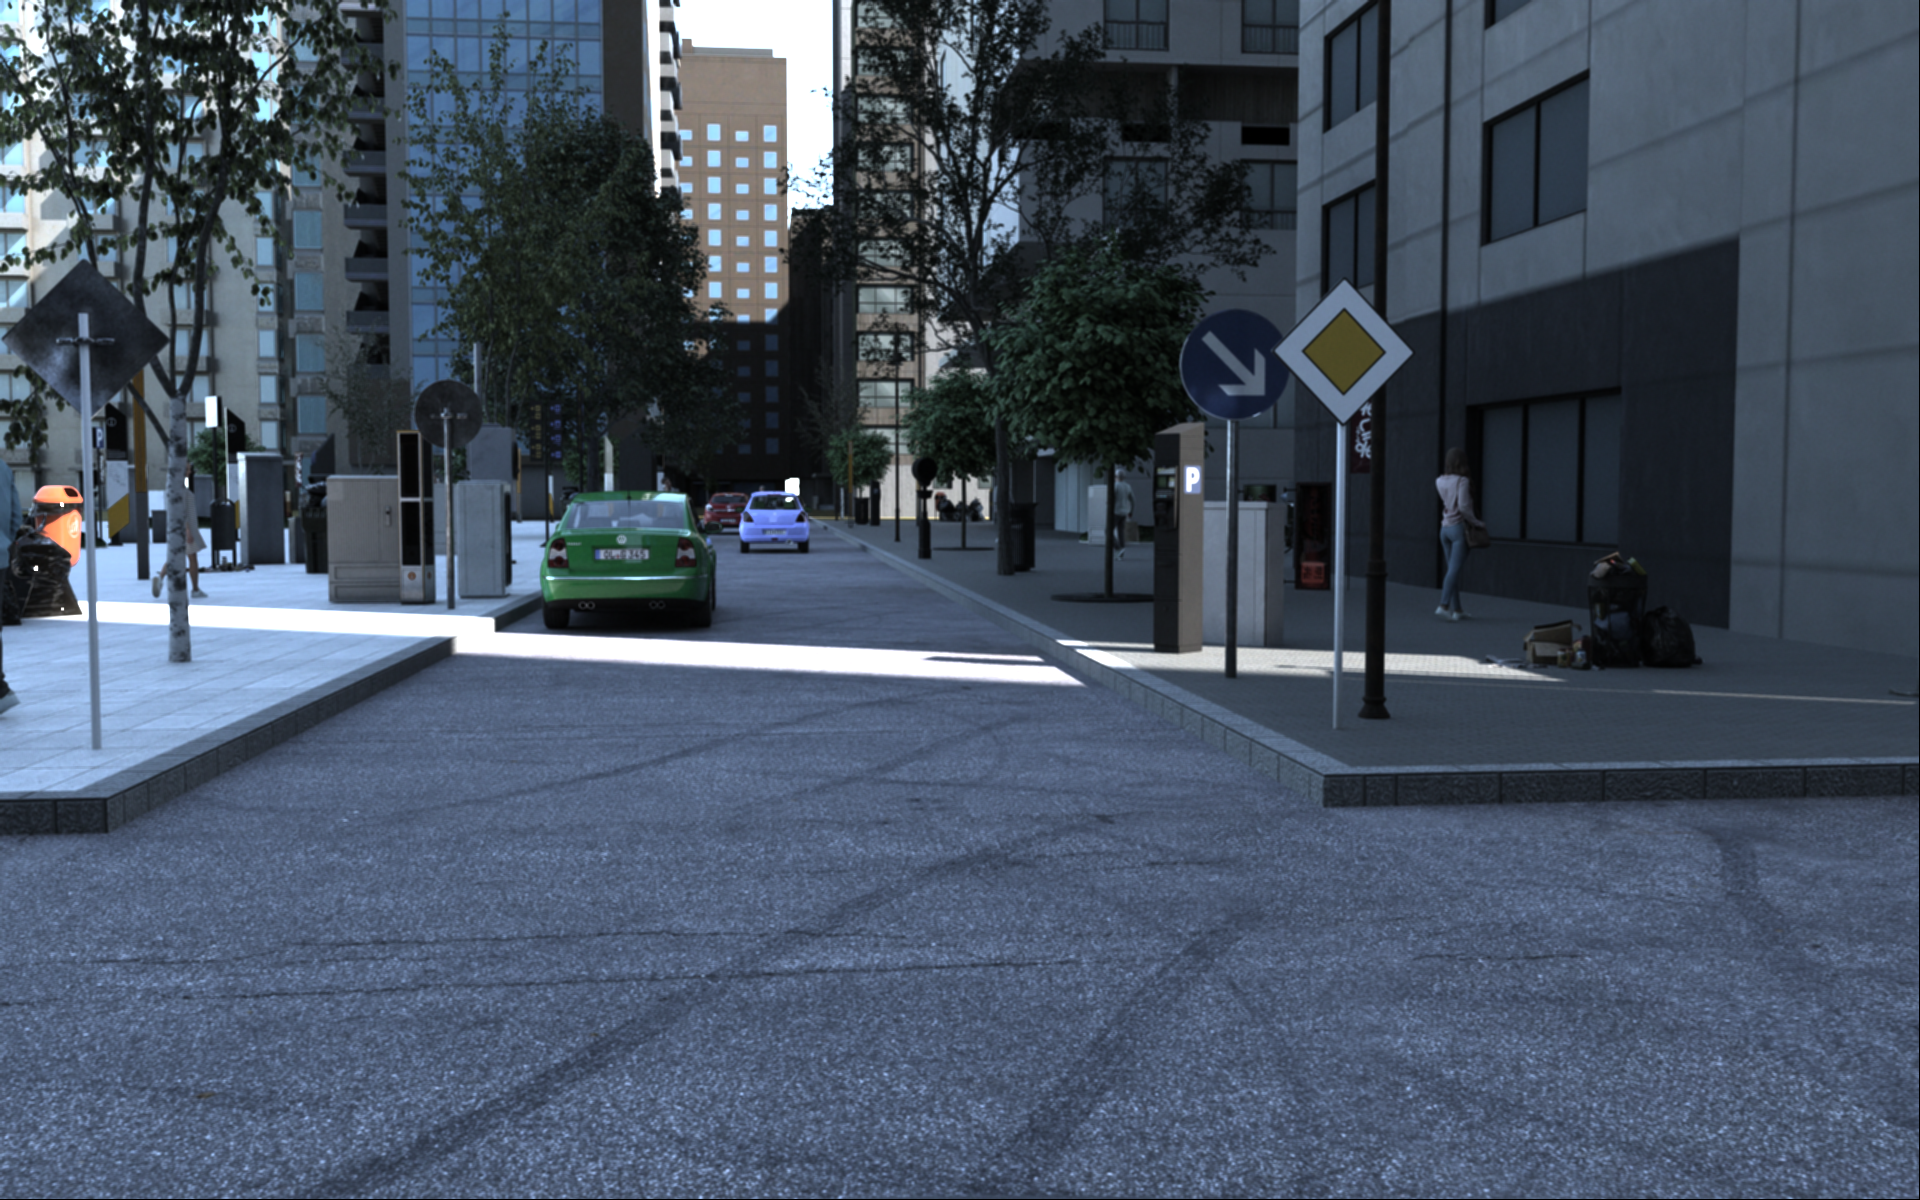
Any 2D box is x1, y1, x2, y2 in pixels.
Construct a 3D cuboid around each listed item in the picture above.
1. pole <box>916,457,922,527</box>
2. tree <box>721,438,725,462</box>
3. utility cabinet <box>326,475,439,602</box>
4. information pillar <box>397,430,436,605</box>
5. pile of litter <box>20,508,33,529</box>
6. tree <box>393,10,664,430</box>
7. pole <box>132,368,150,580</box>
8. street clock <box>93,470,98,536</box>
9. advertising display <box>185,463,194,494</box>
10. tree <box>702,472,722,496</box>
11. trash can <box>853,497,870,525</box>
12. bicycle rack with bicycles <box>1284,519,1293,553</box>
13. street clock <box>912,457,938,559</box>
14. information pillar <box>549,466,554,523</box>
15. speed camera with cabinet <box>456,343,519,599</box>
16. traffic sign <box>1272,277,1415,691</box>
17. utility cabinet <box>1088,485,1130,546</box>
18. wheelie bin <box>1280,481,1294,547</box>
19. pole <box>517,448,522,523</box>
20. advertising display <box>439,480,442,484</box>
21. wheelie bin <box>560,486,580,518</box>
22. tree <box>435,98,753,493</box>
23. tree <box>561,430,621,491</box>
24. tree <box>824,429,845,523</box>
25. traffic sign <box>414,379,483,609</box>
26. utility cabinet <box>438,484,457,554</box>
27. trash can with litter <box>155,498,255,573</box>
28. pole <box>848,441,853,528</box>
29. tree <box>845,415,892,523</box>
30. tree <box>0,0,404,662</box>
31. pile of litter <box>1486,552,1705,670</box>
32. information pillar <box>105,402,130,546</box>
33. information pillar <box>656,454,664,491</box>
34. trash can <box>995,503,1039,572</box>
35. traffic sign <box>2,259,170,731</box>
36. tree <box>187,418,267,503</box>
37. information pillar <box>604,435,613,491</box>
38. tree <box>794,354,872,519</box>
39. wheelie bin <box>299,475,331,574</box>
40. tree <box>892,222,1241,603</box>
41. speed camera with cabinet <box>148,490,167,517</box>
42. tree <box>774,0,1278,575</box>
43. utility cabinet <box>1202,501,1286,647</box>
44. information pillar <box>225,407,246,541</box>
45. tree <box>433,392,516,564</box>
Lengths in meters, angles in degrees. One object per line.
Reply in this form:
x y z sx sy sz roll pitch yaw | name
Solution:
-1.629 -4.564 68.458 0.158 3.312 0.155 0 3 0 | pole
-19.593 -11.154 132.726 4.737 8.622 4.395 0 3 0 | tree
-6.841 -0.722 20.487 1.173 1.500 0.318 -1 4 -10 | utility cabinet
-6.309 -0.955 20.107 0.304 2.012 0.304 1 4 9 | information pillar
-33.266 -2.952 62.223 1.719 0.858 1.176 1 4 8 | pile of litter
-7.110 -4.722 27.565 4.737 8.622 4.395 0 3 0 | tree
-12.282 -1.965 25.966 0.158 3.312 0.155 0 3 0 | pole
-25.868 -2.879 51.639 0.358 2.002 0.471 0 4 3 | street clock
-16.230 -1.909 36.420 0.123 1.923 0.974 -2 4 -32 | advertising display
-21.789 -9.650 152.378 1.663 3.219 1.824 0 3 0 | tree
-4.132 -3.747 72.920 0.748 1.137 0.748 0 3 0 | trash can
6.621 -1.416 36.534 2.852 0.926 2.925 -3 4 -39 | bicycle rack with bicycles
-0.701 -1.824 34.392 0.471 2.002 0.358 -2 4 -32 | street clock
-18.381 -5.289 77.830 0.183 3.616 0.504 0 4 -2 | information pillar
-6.030 -1.702 22.157 0.660 3.252 2.038 -1 4 -9 | speed camera with cabinet
2.088 -0.440 9.389 0.795 2.593 0.064 0 4 -7 | traffic sign
3.659 -2.081 42.700 0.318 1.500 1.173 -3 5 -39 | utility cabinet
8.219 -2.075 41.830 0.980 1.594 0.693 1 4 21 | wheelie bin
-19.682 -5.103 77.273 0.158 3.312 0.155 0 3 0 | pole
-24.791 -4.671 81.587 0.974 1.923 0.123 2 4 30 | advertising display
-15.274 -3.676 68.013 0.980 1.594 0.693 1 4 11 | wheelie bin
-10.843 -8.164 50.483 9.611 12.733 9.660 0 3 0 | tree
-17.139 -5.948 80.971 4.285 4.588 4.351 0 3 0 | tree
-4.549 -5.756 77.829 4.285 4.588 4.351 0 3 0 | tree
-5.685 -1.172 19.272 0.768 2.556 0.104 0 3 0 | traffic sign
-10.774 -1.703 36.515 1.173 1.500 0.318 0 4 -1 | utility cabinet
-12.551 -1.077 28.663 1.678 1.210 2.233 1 4 17 | trash can with litter
-4.188 -4.432 66.312 0.158 3.312 0.155 0 3 0 | pole
-0.005 -3.440 39.952 4.285 4.588 4.351 0 3 0 | tree
-6.058 -3.847 13.255 4.360 8.622 3.978 0 3 0 | tree
4.814 0.051 13.127 1.719 0.858 1.176 0 4 7 | pile of litter
-20.873 -3.151 42.874 0.504 3.616 0.183 -1 4 -20 | information pillar
-11.442 -4.538 65.553 0.504 3.616 0.183 -1 4 -13 | information pillar
0.943 -1.048 28.784 0.748 1.137 0.748 0 3 0 | trash can
-4.366 -0.396 8.672 0.795 2.593 0.064 0 4 -7 | traffic sign
-31.527 -5.537 74.250 4.285 4.588 4.351 0 3 0 | tree
-14.057 -4.767 69.301 0.183 3.616 0.504 2 4 24 | information pillar
-6.361 -8.550 90.158 4.360 8.622 3.978 0 3 0 | tree
-10.237 -1.233 28.075 0.980 1.594 0.693 1 4 12 | wheelie bin
1.855 -2.278 20.961 4.285 4.588 4.351 0 3 0 | tree
-36.463 -5.069 77.216 2.038 3.252 0.660 -1 4 -10 | speed camera with cabinet
0.807 -5.694 27.511 8.767 10.594 7.601 1 4 9 | tree
2.301 -0.233 14.975 1.020 1.237 0.306 3 5 43 | utility cabinet
-19.629 -3.401 46.959 0.504 3.616 0.183 -2 4 -33 | information pillar
-8.691 -2.289 32.022 1.663 3.219 1.824 0 3 0 | tree
